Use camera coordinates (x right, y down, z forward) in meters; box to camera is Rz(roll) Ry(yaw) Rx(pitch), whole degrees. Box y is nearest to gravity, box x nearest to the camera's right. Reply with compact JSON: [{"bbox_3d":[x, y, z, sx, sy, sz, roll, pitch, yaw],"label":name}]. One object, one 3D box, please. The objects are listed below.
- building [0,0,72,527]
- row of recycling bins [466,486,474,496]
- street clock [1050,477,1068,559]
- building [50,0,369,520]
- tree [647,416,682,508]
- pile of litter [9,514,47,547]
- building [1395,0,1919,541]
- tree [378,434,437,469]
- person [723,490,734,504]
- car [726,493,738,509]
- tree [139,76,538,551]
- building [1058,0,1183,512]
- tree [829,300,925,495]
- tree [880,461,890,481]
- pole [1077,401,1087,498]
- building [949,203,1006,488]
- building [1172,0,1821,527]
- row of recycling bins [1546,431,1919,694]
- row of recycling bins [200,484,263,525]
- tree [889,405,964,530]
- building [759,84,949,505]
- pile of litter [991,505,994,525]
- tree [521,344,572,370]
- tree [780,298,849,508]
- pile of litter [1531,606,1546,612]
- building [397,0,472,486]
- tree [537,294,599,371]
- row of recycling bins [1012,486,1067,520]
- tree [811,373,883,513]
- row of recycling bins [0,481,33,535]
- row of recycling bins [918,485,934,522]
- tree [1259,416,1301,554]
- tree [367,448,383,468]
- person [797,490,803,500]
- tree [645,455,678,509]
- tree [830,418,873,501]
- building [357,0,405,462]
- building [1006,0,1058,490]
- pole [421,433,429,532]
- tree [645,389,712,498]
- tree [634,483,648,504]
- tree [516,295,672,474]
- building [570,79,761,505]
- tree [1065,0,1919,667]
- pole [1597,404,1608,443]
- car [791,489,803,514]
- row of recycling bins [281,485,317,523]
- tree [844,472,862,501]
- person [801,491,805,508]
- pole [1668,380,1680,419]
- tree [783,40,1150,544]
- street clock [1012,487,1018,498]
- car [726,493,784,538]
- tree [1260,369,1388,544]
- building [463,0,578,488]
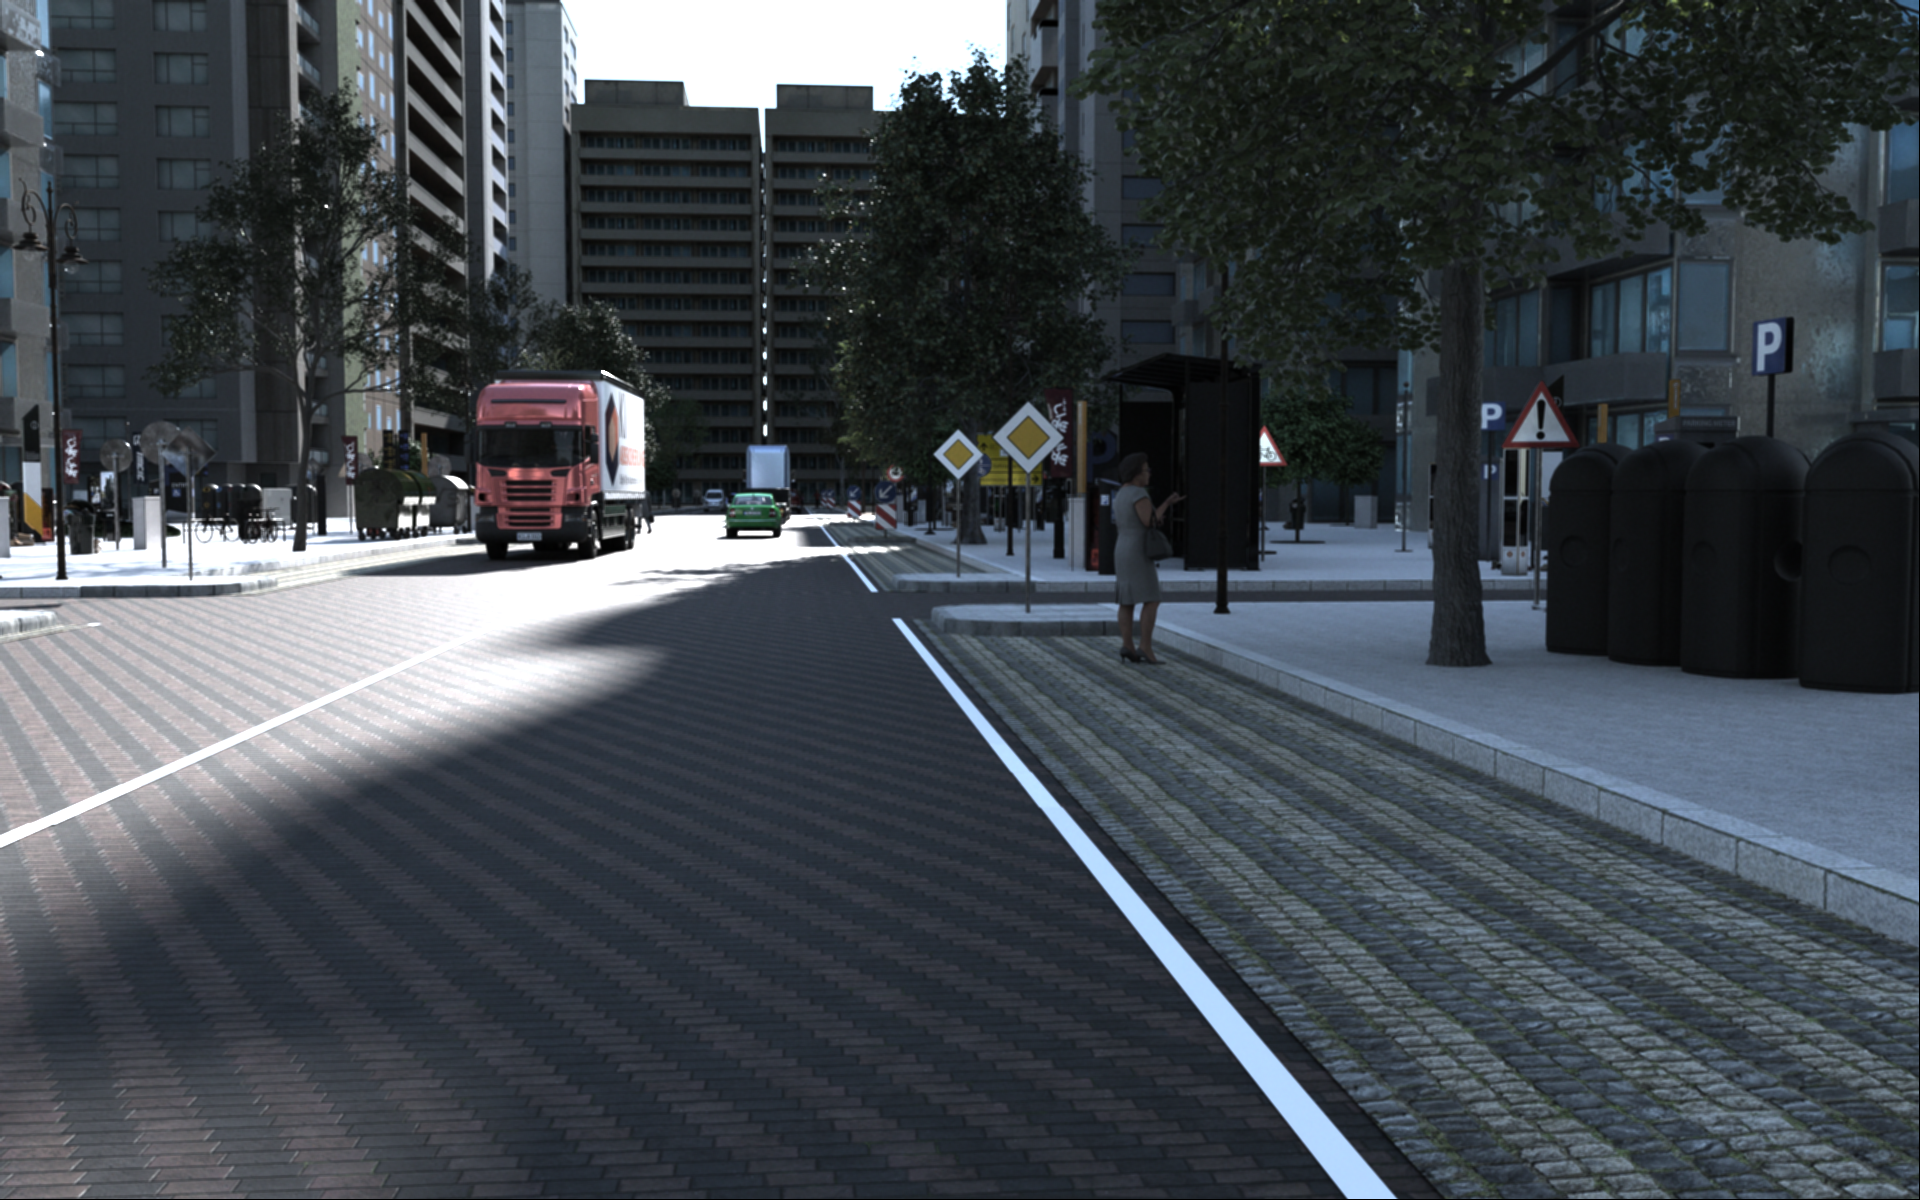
[{"bbox_3d":[-44.018,-26.573,54.075,23.786,49.044,30.456,0,4,-5],"label":"building"},{"bbox_3d":[-21.137,-4.390,78.887,3.534,1.692,1.069,-2,4,-33],"label":"row of recycling bins"},{"bbox_3d":[1.976,-1.831,34.509,0.358,2.002,0.471,1,4,16],"label":"street clock"},{"bbox_3d":[-40.098,-24.886,90.486,14.154,41.232,14.086,0,4,-5],"label":"building"},{"bbox_3d":[-27.752,-12.874,160.856,4.737,8.622,4.395,0,3,0],"label":"tree"},{"bbox_3d":[-23.269,-1.742,42.449,1.719,0.858,1.176,-3,5,-43],"label":"pile of litter"},{"bbox_3d":[29.048,-26.406,51.345,30.456,49.044,23.786,0,4,-5],"label":"building"},{"bbox_3d":[-28.834,-6.505,90.073,4.285,4.588,4.351,0,3,0],"label":"tree"},{"bbox_3d":[-17.777,-7.625,133.890,1.217,1.735,0.721,-2,4,-27],"label":"person"},{"bbox_3d":[-22.436,-9.966,172.538,1.945,1.707,3.694,0,4,-6],"label":"car"},{"bbox_3d":[-14.439,-6.360,38.398,7.601,10.594,8.767,0,4,2],"label":"tree"},{"bbox_3d":[17.513,-35.525,122.838,21.231,58.520,28.212,0,4,-5],"label":"building"},{"bbox_3d":[-2.837,-10.346,87.284,7.486,12.596,7.792,0,3,0],"label":"tree"},{"bbox_3d":[-3.939,-8.858,95.182,4.360,8.622,3.978,0,3,0],"label":"tree"},{"bbox_3d":[2.669,-2.700,37.983,0.158,3.312,0.155,0,3,0],"label":"pole"},{"bbox_3d":[5.377,-34.107,207.764,14.200,45.320,14.600,0,4,-5],"label":"building"},{"bbox_3d":[23.506,-28.656,88.132,23.786,49.044,30.456,0,4,-5],"label":"building"},{"bbox_3d":[5.577,-0.344,12.744,1.069,1.692,3.534,-1,4,-17],"label":"row of recycling bins"},{"bbox_3d":[-30.542,-4.008,72.644,3.534,1.692,1.069,2,4,32],"label":"row of recycling bins"},{"bbox_3d":[-0.863,-4.792,62.058,4.285,4.588,4.351,0,3,0],"label":"tree"},{"bbox_3d":[-12.748,-35.809,209.176,21.600,48.544,21.300,0,4,-5],"label":"building"},{"bbox_3d":[1.308,-3.500,71.182,1.719,0.858,1.176,1,4,22],"label":"pile of litter"},{"bbox_3d":[-19.341,-8.171,83.962,4.360,8.622,3.978,0,3,0],"label":"tree"},{"bbox_3d":[-10.786,-18.947,165.665,12.611,20.169,13.585,0,3,0],"label":"tree"},{"bbox_3d":[7.142,-0.324,19.260,1.719,0.858,1.176,0,4,-6],"label":"pile of litter"},{"bbox_3d":[-47.665,-30.485,122.139,21.300,48.544,21.600,0,4,-5],"label":"building"},{"bbox_3d":[-17.625,-8.143,67.558,8.767,10.594,7.601,2,4,25],"label":"tree"},{"bbox_3d":[3.555,-4.816,85.852,3.534,1.692,1.069,2,4,32],"label":"row of recycling bins"},{"bbox_3d":[-6.182,-11.038,114.881,8.767,10.594,7.601,3,5,39],"label":"tree"},{"bbox_3d":[-30.288,-2.855,53.791,1.069,1.692,3.534,1,4,19],"label":"row of recycling bins"},{"bbox_3d":[-1.866,-4.441,79.720,1.069,1.692,3.534,1,4,9],"label":"row of recycling bins"},{"bbox_3d":[6.202,-2.600,37.108,1.663,3.219,1.824,0,3,0],"label":"tree"},{"bbox_3d":[-24.693,-4.790,72.910,1.663,3.219,1.824,0,3,0],"label":"tree"},{"bbox_3d":[-12.595,-7.802,136.591,0.721,1.766,1.217,1,4,12],"label":"person"},{"bbox_3d":[-25.205,-9.860,144.930,4.285,4.588,4.351,0,3,0],"label":"tree"},{"bbox_3d":[-8.891,-11.818,143.593,4.737,8.622,4.395,0,3,0],"label":"tree"},{"bbox_3d":[-42.581,-27.808,104.773,14.600,45.320,14.200,0,4,-5],"label":"building"},{"bbox_3d":[18.840,-34.363,151.067,28.713,52.752,27.495,0,4,-5],"label":"building"},{"bbox_3d":[-17.892,-3.919,57.911,0.158,3.312,0.155,0,3,0],"label":"pole"},{"bbox_3d":[-28.103,-15.007,171.116,9.928,11.665,9.643,0,3,0],"label":"tree"},{"bbox_3d":[-23.269,-7.949,124.575,1.663,3.219,1.824,0,3,0],"label":"tree"},{"bbox_3d":[-21.375,-11.203,100.177,9.611,12.733,9.660,0,3,0],"label":"tree"},{"bbox_3d":[-34.230,-35.670,206.914,21.600,48.544,21.300,0,4,-5],"label":"building"},{"bbox_3d":[3.867,-5.758,12.267,7.486,12.596,7.792,0,3,0],"label":"tree"},{"bbox_3d":[14.490,-2.770,39.141,0.158,3.312,0.155,0,3,0],"label":"pole"},{"bbox_3d":[-12.563,-7.168,125.874,2.281,1.827,5.304,0,4,-5],"label":"car"},{"bbox_3d":[-29.629,-4.301,77.437,1.069,1.692,3.534,-2,4,-35],"label":"row of recycling bins"},{"bbox_3d":[-9.177,-9.357,147.587,1.663,3.219,1.824,0,3,0],"label":"tree"},{"bbox_3d":[-16.199,-10.258,176.900,0.721,1.739,1.217,3,4,37],"label":"person"},{"bbox_3d":[12.730,-2.270,30.954,0.158,3.312,0.155,0,3,0],"label":"pole"},{"bbox_3d":[0.267,-7.789,44.350,9.611,12.733,9.660,0,3,0],"label":"tree"},{"bbox_3d":[2.363,-4.361,75.880,0.358,2.002,0.471,-1,4,-9],"label":"street clock"},{"bbox_3d":[-6.916,-3.028,58.309,1.959,1.807,4.718,0,4,-5],"label":"car"},{"bbox_3d":[8.813,-3.776,45.456,4.285,4.588,4.351,0,3,0],"label":"tree"},{"bbox_3d":[-59.471,-40.510,204.338,28.212,58.520,21.231,0,4,-5],"label":"building"}]
